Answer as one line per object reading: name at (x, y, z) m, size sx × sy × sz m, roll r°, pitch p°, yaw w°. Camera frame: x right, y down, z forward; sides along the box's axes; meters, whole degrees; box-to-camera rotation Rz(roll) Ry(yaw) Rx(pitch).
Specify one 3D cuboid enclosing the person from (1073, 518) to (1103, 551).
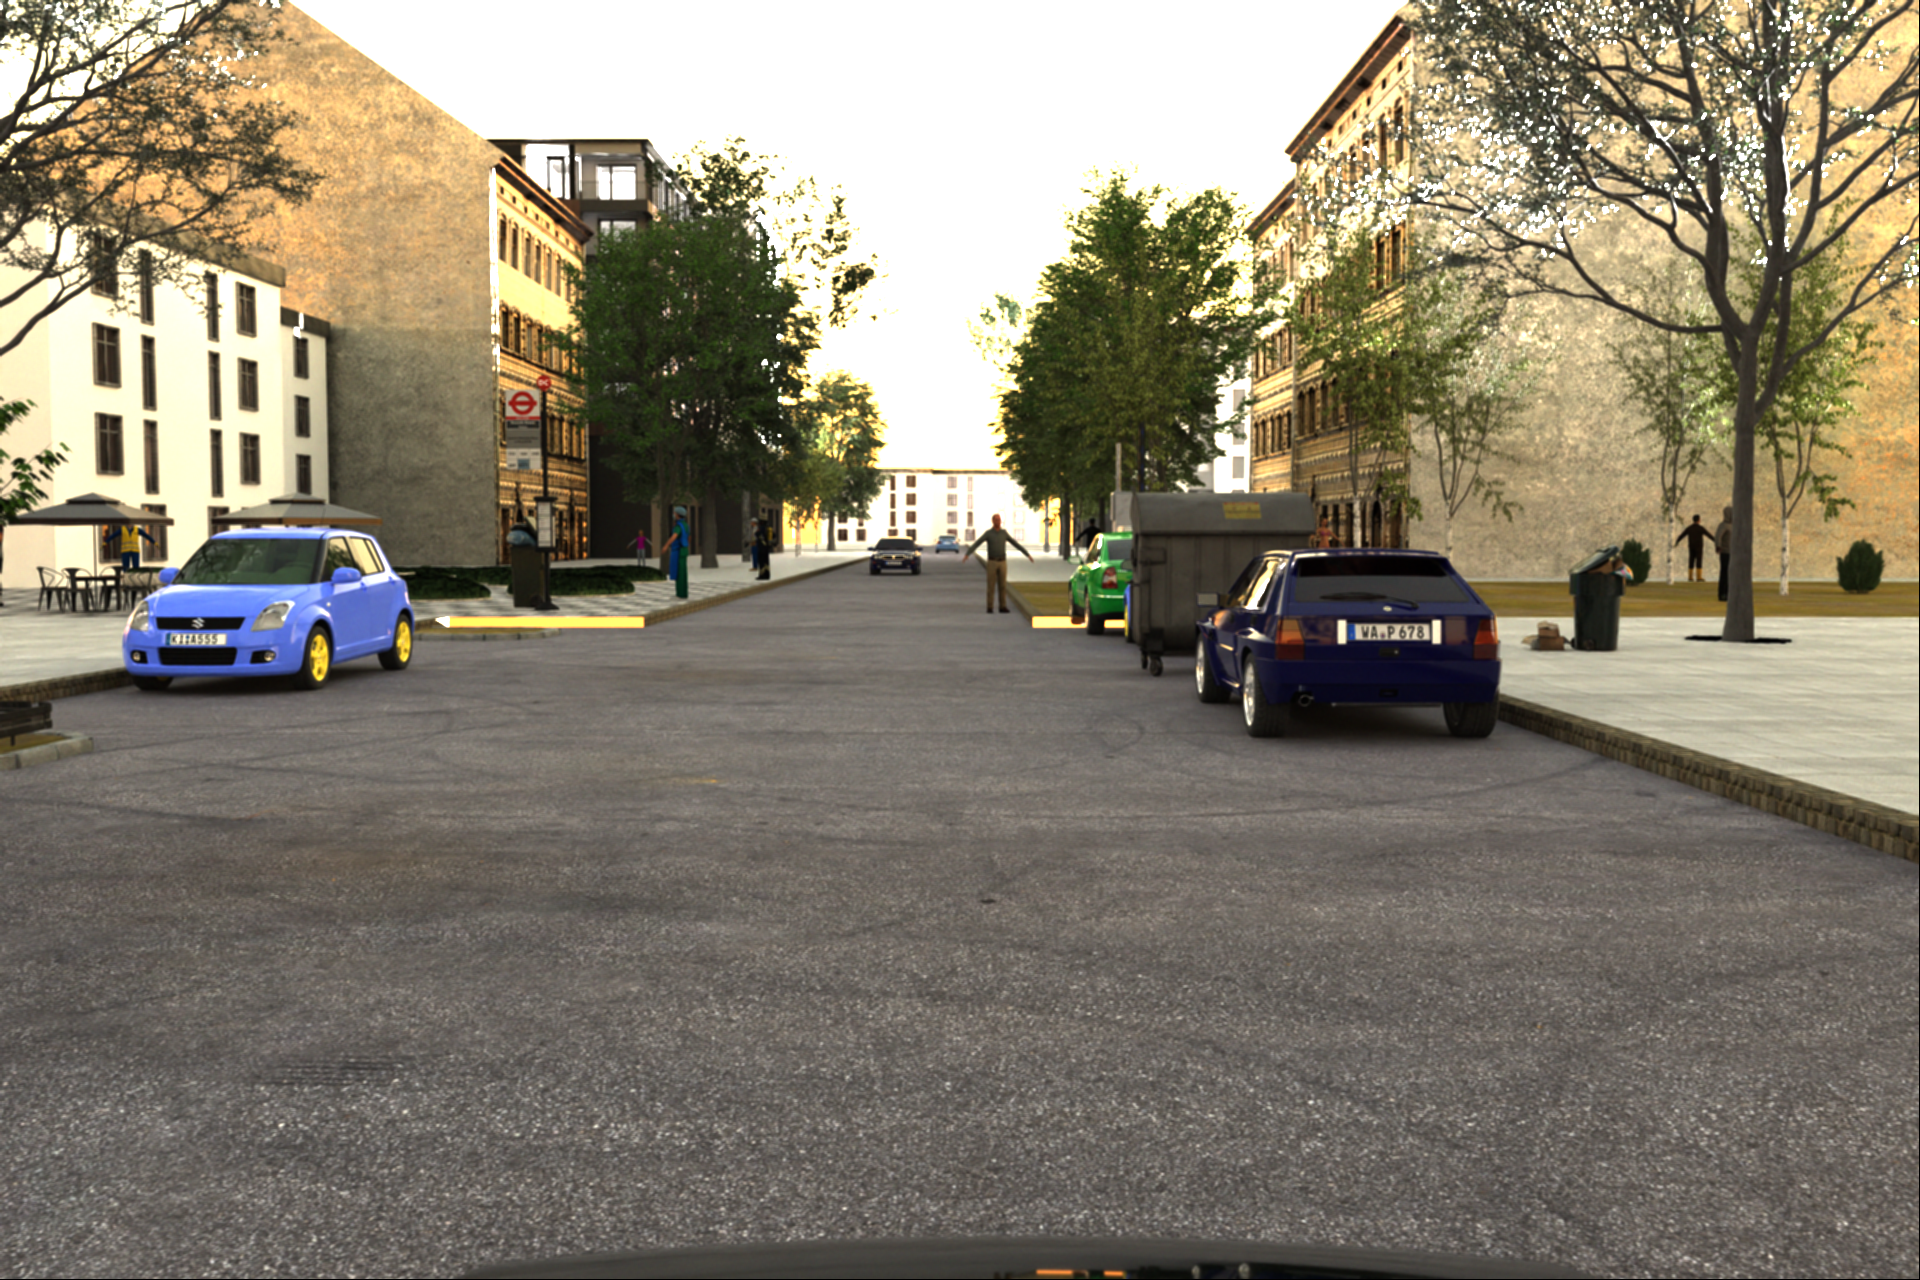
person at (4.623, -3.339, 60.530) m, size 1.347 × 1.837 × 0.705 m, roll 0°, pitch 4°, yaw 8°

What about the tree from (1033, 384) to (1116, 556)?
tree at (5.265, -7.800, 77.885) m, size 4.737 × 8.622 × 4.395 m, roll 0°, pitch 3°, yaw 0°

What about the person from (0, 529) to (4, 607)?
person at (-17.130, -1.499, 30.657) m, size 0.704 × 1.843 × 1.345 m, roll -3°, pitch 4°, yaw -38°

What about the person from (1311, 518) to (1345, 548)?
person at (9.989, -2.480, 47.346) m, size 1.217 × 1.733 × 0.721 m, roll -1°, pitch 4°, yaw -22°

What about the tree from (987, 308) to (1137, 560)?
tree at (4.862, -10.204, 84.955) m, size 7.486 × 12.596 × 7.792 m, roll 0°, pitch 3°, yaw 0°

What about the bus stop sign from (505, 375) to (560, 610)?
bus stop sign at (-7.205, -2.476, 29.189) m, size 0.855 × 3.939 × 0.416 m, roll 0°, pitch 4°, yaw -1°

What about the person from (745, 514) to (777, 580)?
person at (-5.525, -2.615, 48.534) m, size 0.705 × 1.856 × 1.354 m, roll 2°, pitch 4°, yaw 32°

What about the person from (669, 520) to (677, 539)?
person at (-10.830, -3.663, 66.085) m, size 1.347 × 1.806 × 0.705 m, roll 3°, pitch 5°, yaw 41°

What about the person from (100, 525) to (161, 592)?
person at (-18.512, -1.969, 38.656) m, size 1.216 × 1.772 × 0.721 m, roll -2°, pitch 4°, yaw -28°

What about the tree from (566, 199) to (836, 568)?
tree at (-9.584, -9.690, 65.090) m, size 9.857 × 13.997 × 8.962 m, roll 0°, pitch 3°, yaw 0°

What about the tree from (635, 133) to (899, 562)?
tree at (-9.233, -13.739, 80.524) m, size 12.611 × 20.169 × 13.585 m, roll 0°, pitch 3°, yaw 0°

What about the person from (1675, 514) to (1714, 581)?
person at (20.041, -2.507, 47.130) m, size 0.704 × 1.812 × 1.346 m, roll -3°, pitch 4°, yaw -38°

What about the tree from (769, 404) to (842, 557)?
tree at (-9.069, -9.040, 98.166) m, size 4.737 × 8.622 × 4.395 m, roll 0°, pitch 3°, yaw 0°

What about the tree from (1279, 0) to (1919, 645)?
tree at (9.415, -6.730, 20.402) m, size 12.009 × 13.543 × 11.850 m, roll 0°, pitch 3°, yaw 0°

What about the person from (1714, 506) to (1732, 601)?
person at (14.729, -1.653, 33.157) m, size 1.348 × 1.813 × 0.705 m, roll -3°, pitch 5°, yaw -42°

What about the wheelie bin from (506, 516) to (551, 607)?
wheelie bin at (-7.560, -1.377, 30.416) m, size 0.693 × 1.594 × 0.980 m, roll 0°, pitch 4°, yaw -1°

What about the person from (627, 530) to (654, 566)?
person at (-11.288, -3.177, 61.208) m, size 0.991 × 1.433 × 0.599 m, roll 1°, pitch 4°, yaw 11°

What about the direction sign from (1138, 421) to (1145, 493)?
direction sign at (3.695, -2.650, 35.330) m, size 0.379 × 3.537 × 0.876 m, roll 0°, pitch 4°, yaw -1°

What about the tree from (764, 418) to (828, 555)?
tree at (-9.763, -9.542, 106.376) m, size 4.360 × 8.622 × 3.978 m, roll 0°, pitch 3°, yaw 0°

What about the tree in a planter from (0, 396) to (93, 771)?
tree in a planter at (-6.731, -0.836, 10.889) m, size 1.991 × 3.239 × 1.994 m, roll 0°, pitch 4°, yaw 0°

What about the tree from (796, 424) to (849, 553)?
tree at (-9.618, -10.183, 116.851) m, size 4.737 × 8.622 × 4.395 m, roll 0°, pitch 3°, yaw 0°

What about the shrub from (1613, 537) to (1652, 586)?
shrub at (16.483, -1.921, 42.532) m, size 1.383 × 1.207 × 1.383 m, roll 0°, pitch 3°, yaw 0°

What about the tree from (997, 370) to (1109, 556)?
tree at (5.643, -11.273, 102.437) m, size 7.486 × 12.596 × 7.792 m, roll 0°, pitch 3°, yaw 0°

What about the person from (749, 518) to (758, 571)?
person at (-7.218, -3.349, 60.616) m, size 0.705 × 1.847 × 1.347 m, roll 0°, pitch 4°, yaw 2°

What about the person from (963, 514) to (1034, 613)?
person at (0.677, -1.395, 31.536) m, size 1.348 × 1.796 × 0.705 m, roll -1°, pitch 4°, yaw -16°

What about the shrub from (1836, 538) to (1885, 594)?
shrub at (19.379, -1.600, 37.272) m, size 1.383 × 1.207 × 1.383 m, roll 0°, pitch 3°, yaw 0°

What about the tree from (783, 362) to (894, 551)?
tree at (-9.662, -13.679, 130.305) m, size 9.857 × 13.997 × 8.962 m, roll 0°, pitch 3°, yaw 0°

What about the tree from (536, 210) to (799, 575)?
tree at (-9.187, -7.875, 54.508) m, size 9.928 × 11.665 × 9.643 m, roll 0°, pitch 3°, yaw 0°

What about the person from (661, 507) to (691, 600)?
person at (-5.499, -1.696, 33.855) m, size 0.704 × 1.817 × 1.347 m, roll 1°, pitch 4°, yaw 11°

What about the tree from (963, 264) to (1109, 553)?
tree at (7.399, -16.105, 119.208) m, size 12.611 × 20.169 × 13.585 m, roll 0°, pitch 3°, yaw 0°

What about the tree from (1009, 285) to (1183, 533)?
tree at (5.620, -8.822, 69.993) m, size 9.928 × 11.665 × 9.643 m, roll 0°, pitch 3°, yaw 0°
